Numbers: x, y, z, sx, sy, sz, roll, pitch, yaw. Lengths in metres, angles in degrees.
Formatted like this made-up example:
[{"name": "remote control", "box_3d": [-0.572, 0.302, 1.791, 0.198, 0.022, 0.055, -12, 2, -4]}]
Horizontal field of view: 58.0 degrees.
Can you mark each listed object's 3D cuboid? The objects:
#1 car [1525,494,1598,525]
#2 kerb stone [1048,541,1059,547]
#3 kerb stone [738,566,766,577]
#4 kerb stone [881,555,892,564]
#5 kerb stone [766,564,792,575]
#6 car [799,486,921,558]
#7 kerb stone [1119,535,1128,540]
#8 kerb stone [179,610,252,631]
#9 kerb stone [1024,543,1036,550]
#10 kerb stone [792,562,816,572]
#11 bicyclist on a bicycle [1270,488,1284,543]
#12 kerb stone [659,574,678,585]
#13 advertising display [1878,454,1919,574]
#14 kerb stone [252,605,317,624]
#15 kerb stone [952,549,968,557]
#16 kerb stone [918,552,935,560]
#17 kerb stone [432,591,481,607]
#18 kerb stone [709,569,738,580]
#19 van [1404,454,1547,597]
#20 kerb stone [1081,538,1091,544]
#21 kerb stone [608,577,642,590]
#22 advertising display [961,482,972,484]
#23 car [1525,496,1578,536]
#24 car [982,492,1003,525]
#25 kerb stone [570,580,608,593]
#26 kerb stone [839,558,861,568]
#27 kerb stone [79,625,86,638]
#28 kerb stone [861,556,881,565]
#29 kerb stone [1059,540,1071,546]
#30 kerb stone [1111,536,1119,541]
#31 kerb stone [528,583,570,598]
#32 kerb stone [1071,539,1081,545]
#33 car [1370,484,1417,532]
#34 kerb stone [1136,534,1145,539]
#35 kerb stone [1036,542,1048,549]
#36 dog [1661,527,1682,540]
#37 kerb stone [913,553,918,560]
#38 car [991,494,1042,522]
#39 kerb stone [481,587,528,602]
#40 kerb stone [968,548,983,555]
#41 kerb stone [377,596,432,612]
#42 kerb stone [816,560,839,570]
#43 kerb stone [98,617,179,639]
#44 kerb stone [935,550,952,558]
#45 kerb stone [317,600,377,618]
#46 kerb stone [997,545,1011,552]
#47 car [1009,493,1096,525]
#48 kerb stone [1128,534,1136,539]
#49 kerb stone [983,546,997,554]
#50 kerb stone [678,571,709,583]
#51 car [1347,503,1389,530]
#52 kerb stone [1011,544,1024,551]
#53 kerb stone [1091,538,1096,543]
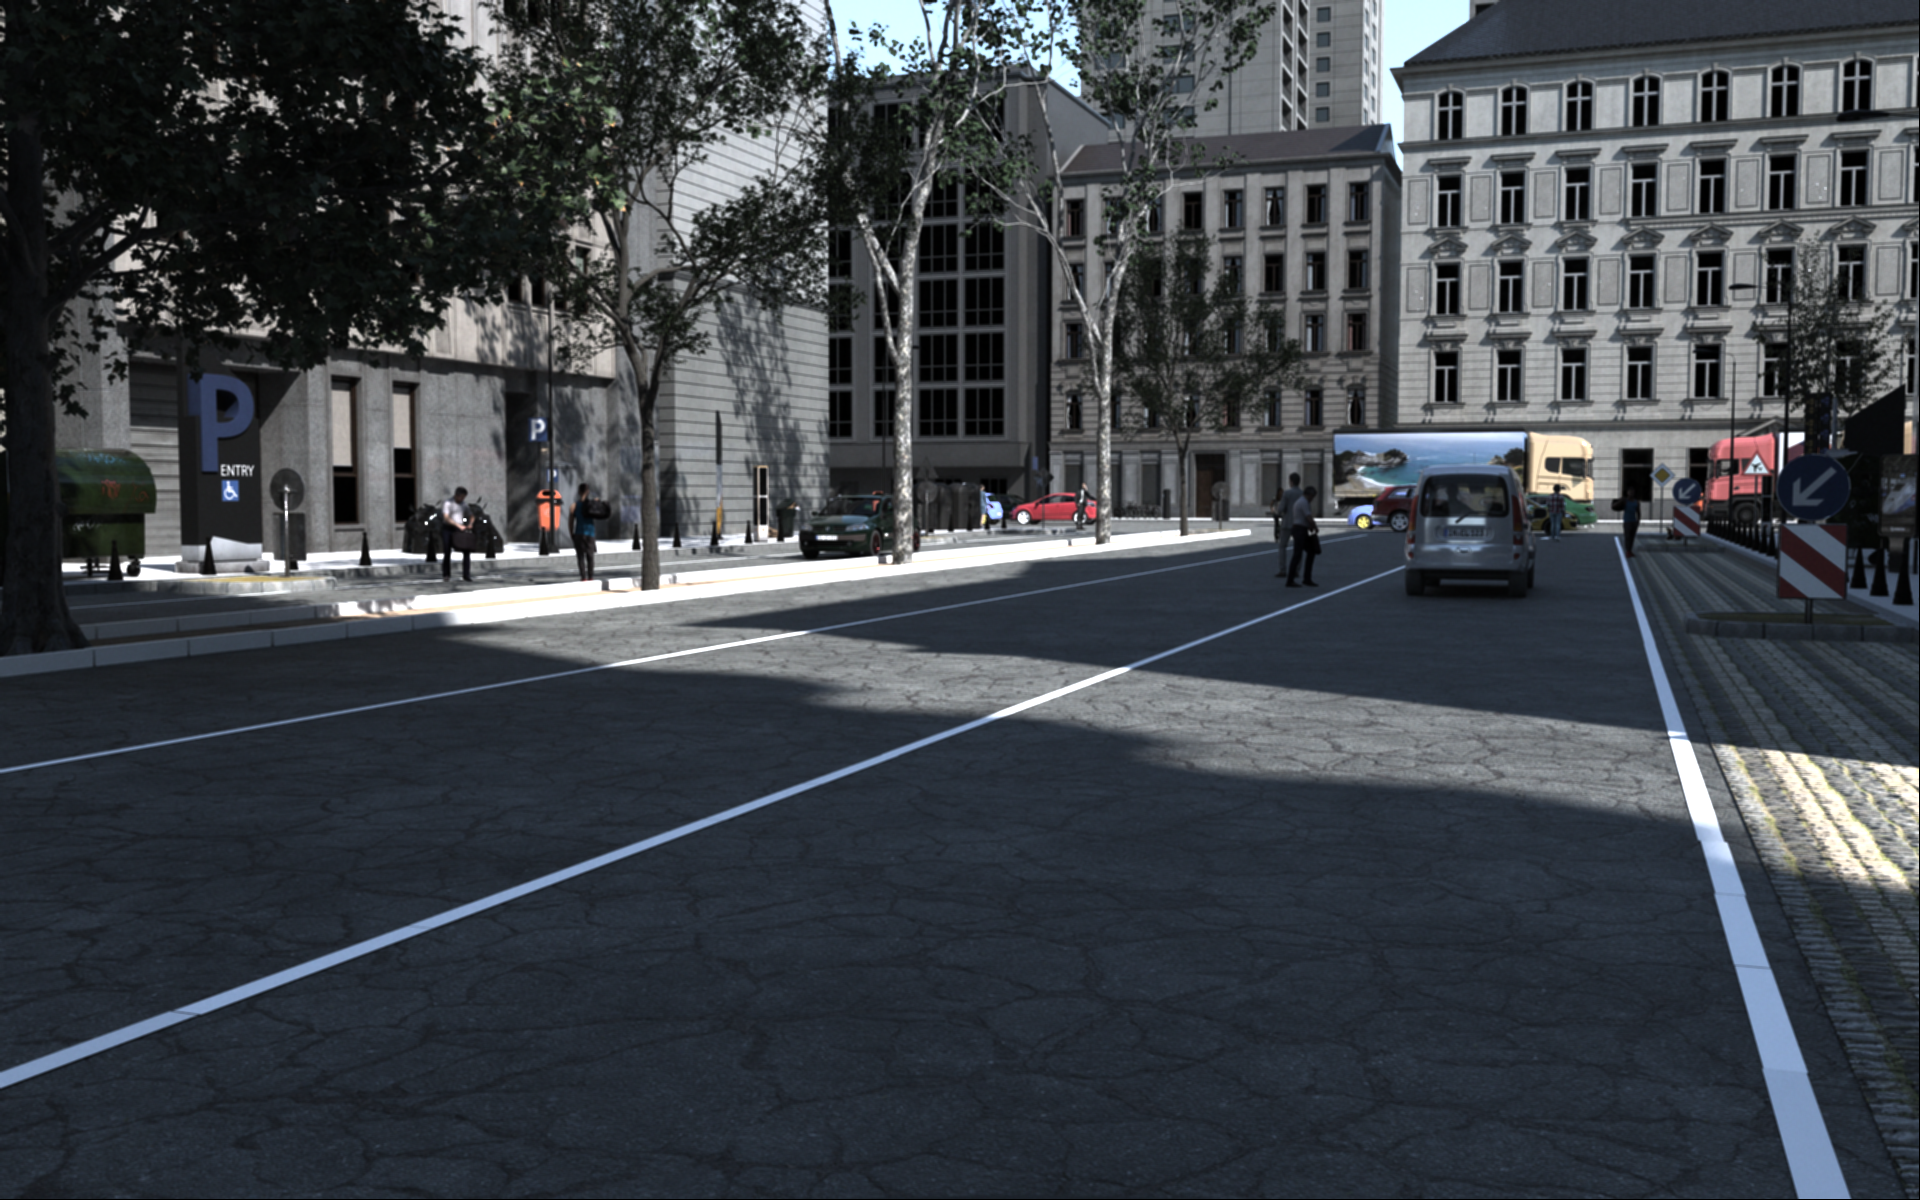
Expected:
[{"name": "car", "box_3d": [22.736, -3.489, 68.846, 4.920, 1.459, 2.131, 1, 4, 19]}, {"name": "kerb stone", "box_3d": [2.391, -1.483, 46.448, 0.120, 0.150, 1.000, 1, 4, 20]}, {"name": "kerb stone", "box_3d": [-3.686, -0.480, 30.037, 0.120, 0.150, 1.000, 1, 4, 20]}, {"name": "kerb stone", "box_3d": [-1.537, -0.834, 35.831, 0.120, 0.150, 1.000, 1, 4, 20]}, {"name": "kerb stone", "box_3d": [-3.323, -0.537, 30.996, 0.120, 0.150, 1.000, 1, 4, 20]}, {"name": "car", "box_3d": [-2.256, -1.827, 39.661, 2.009, 1.686, 4.222, 1, 4, 18]}, {"name": "kerb stone", "box_3d": [4.904, -1.894, 53.189, 0.120, 0.150, 1.000, 1, 4, 20]}, {"name": "kerb stone", "box_3d": [-7.981, 0.229, 18.451, 0.120, 0.150, 1.000, 1, 4, 20]}, {"name": "kerb stone", "box_3d": [1.683, -1.365, 44.519, 0.120, 0.150, 1.000, 1, 4, 20]}, {"name": "kerb stone", "box_3d": [-2.975, -0.597, 31.961, 0.120, 0.150, 1.000, 1, 4, 20]}, {"name": "bicyclist on a bicycle", "box_3d": [9.508, -2.531, 51.402, 1.499, 1.676, 1.625, 1, 4, 21]}, {"name": "kerb stone", "box_3d": [-4.770, -0.302, 27.141, 0.120, 0.150, 1.000, 1, 4, 20]}, {"name": "advertising display", "box_3d": [15.279, -1.402, 28.137, 0.123, 1.923, 0.974, 0, 4, -5]}, {"name": "kerb stone", "box_3d": [-7.636, 0.170, 19.422, 0.120, 0.150, 1.000, 1, 4, 20]}, {"name": "kerb stone", "box_3d": [-0.098, -1.070, 39.692, 0.120, 0.150, 1.000, 1, 4, 20]}, {"name": "kerb stone", "box_3d": [-0.826, -0.952, 37.762, 0.120, 0.150, 1.000, 1, 4, 20]}, {"name": "kerb stone", "box_3d": [-6.555, 0.006, 22.323, 0.120, 0.150, 1.000, 1, 4, 20]}, {"name": "kerb stone", "box_3d": [-4.049, -0.421, 29.072, 0.120, 0.150, 1.000, 1, 4, 20]}, {"name": "van", "box_3d": [7.586, -1.135, 25.577, 2.013, 2.044, 4.112, 1, 4, 20]}, {"name": "kerb stone", "box_3d": [3.470, -1.660, 49.337, 0.120, 0.150, 1.000, 1, 4, 20]}, {"name": "kerb stone", "box_3d": [-5.127, -0.244, 26.180, 0.120, 0.150, 1.000, 1, 4, 20]}, {"name": "advertising display", "box_3d": [0.365, -5.486, 94.914, 0.123, 1.923, 0.974, 2, 4, 35]}, {"name": "car", "box_3d": [19.507, -3.079, 60.573, 3.980, 1.641, 2.015, 1, 4, 20]}, {"name": "car", "box_3d": [0.126, -4.403, 81.575, 3.694, 1.707, 1.945, 1, 4, 19]}, {"name": "kerb stone", "box_3d": [-5.480, -0.184, 25.211, 0.120, 0.150, 1.000, 1, 4, 20]}, {"name": "kerb stone", "box_3d": [-2.251, -0.716, 33.905, 0.120, 0.150, 1.000, 1, 4, 20]}, {"name": "kerb stone", "box_3d": [-8.707, 0.347, 16.530, 0.120, 0.150, 1.000, 1, 4, 20]}, {"name": "kerb stone", "box_3d": [-1.899, -0.775, 34.871, 0.120, 0.150, 1.000, 1, 4, 20]}, {"name": "kerb stone", "box_3d": [2.756, -1.542, 47.407, 0.120, 0.150, 1.000, 1, 4, 20]}, {"name": "kerb stone", "box_3d": [4.539, -1.837, 52.223, 0.120, 0.150, 1.000, 1, 4, 20]}, {"name": "kerb stone", "box_3d": [-5.831, -0.125, 24.241, 0.120, 0.150, 1.000, 1, 4, 20]}, {"name": "kerb stone", "box_3d": [3.109, -1.601, 48.369, 0.120, 0.150, 1.000, 1, 4, 20]}, {"name": "car", "box_3d": [18.260, -3.476, 65.511, 5.304, 1.827, 2.281, 1, 4, 18]}, {"name": "kerb stone", "box_3d": [5.616, -2.013, 55.114, 0.120, 0.150, 1.000, 1, 4, 20]}, {"name": "kerb stone", "box_3d": [2.036, -1.424, 45.482, 0.120, 0.150, 1.000, 1, 4, 20]}, {"name": "dog", "box_3d": [22.039, -2.044, 53.607, 0.550, 0.427, 0.748, 1, 4, 10]}, {"name": "kerb stone", "box_3d": [-1.177, -0.887, 36.799, 0.120, 0.150, 1.000, 1, 4, 20]}, {"name": "car", "box_3d": [2.532, -4.772, 87.804, 4.222, 1.686, 2.009, 1, 4, 21]}, {"name": "kerb stone", "box_3d": [-6.190, -0.066, 23.280, 0.120, 0.150, 1.000, 1, 4, 20]}, {"name": "kerb stone", "box_3d": [0.255, -1.129, 40.658, 0.120, 0.150, 1.000, 1, 4, 20]}, {"name": "kerb stone", "box_3d": [-6.910, 0.052, 21.351, 0.120, 0.150, 1.000, 1, 4, 20]}, {"name": "kerb stone", "box_3d": [-2.616, -0.657, 32.933, 0.120, 0.150, 1.000, 1, 4, 20]}, {"name": "kerb stone", "box_3d": [-8.343, 0.288, 17.489, 0.120, 0.150, 1.000, 1, 4, 20]}, {"name": "kerb stone", "box_3d": [-0.471, -1.011, 38.730, 0.120, 0.150, 1.000, 1, 4, 20]}, {"name": "kerb stone", "box_3d": [-7.270, 0.112, 20.380, 0.120, 0.150, 1.000, 1, 4, 20]}, {"name": "kerb stone", "box_3d": [0.968, -1.247, 42.588, 0.120, 0.150, 1.000, 1, 4, 20]}, {"name": "car", "box_3d": [4.499, -4.432, 81.505, 4.494, 1.783, 2.155, 1, 4, 20]}, {"name": "kerb stone", "box_3d": [5.248, -1.955, 54.155, 0.120, 0.150, 1.000, 1, 4, 20]}, {"name": "kerb stone", "box_3d": [0.600, -1.185, 41.624, 0.120, 0.150, 1.000, 1, 4, 20]}, {"name": "kerb stone", "box_3d": [-4.409, -0.361, 28.112, 0.120, 0.150, 1.000, 1, 4, 20]}, {"name": "car", "box_3d": [17.606, -3.708, 70.223, 3.694, 1.707, 1.945, 1, 4, 21]}, {"name": "kerb stone", "box_3d": [1.326, -1.305, 43.552, 0.120, 0.150, 1.000, 1, 4, 20]}, {"name": "kerb stone", "box_3d": [3.825, -1.719, 50.300, 0.120, 0.150, 1.000, 1, 4, 20]}]
